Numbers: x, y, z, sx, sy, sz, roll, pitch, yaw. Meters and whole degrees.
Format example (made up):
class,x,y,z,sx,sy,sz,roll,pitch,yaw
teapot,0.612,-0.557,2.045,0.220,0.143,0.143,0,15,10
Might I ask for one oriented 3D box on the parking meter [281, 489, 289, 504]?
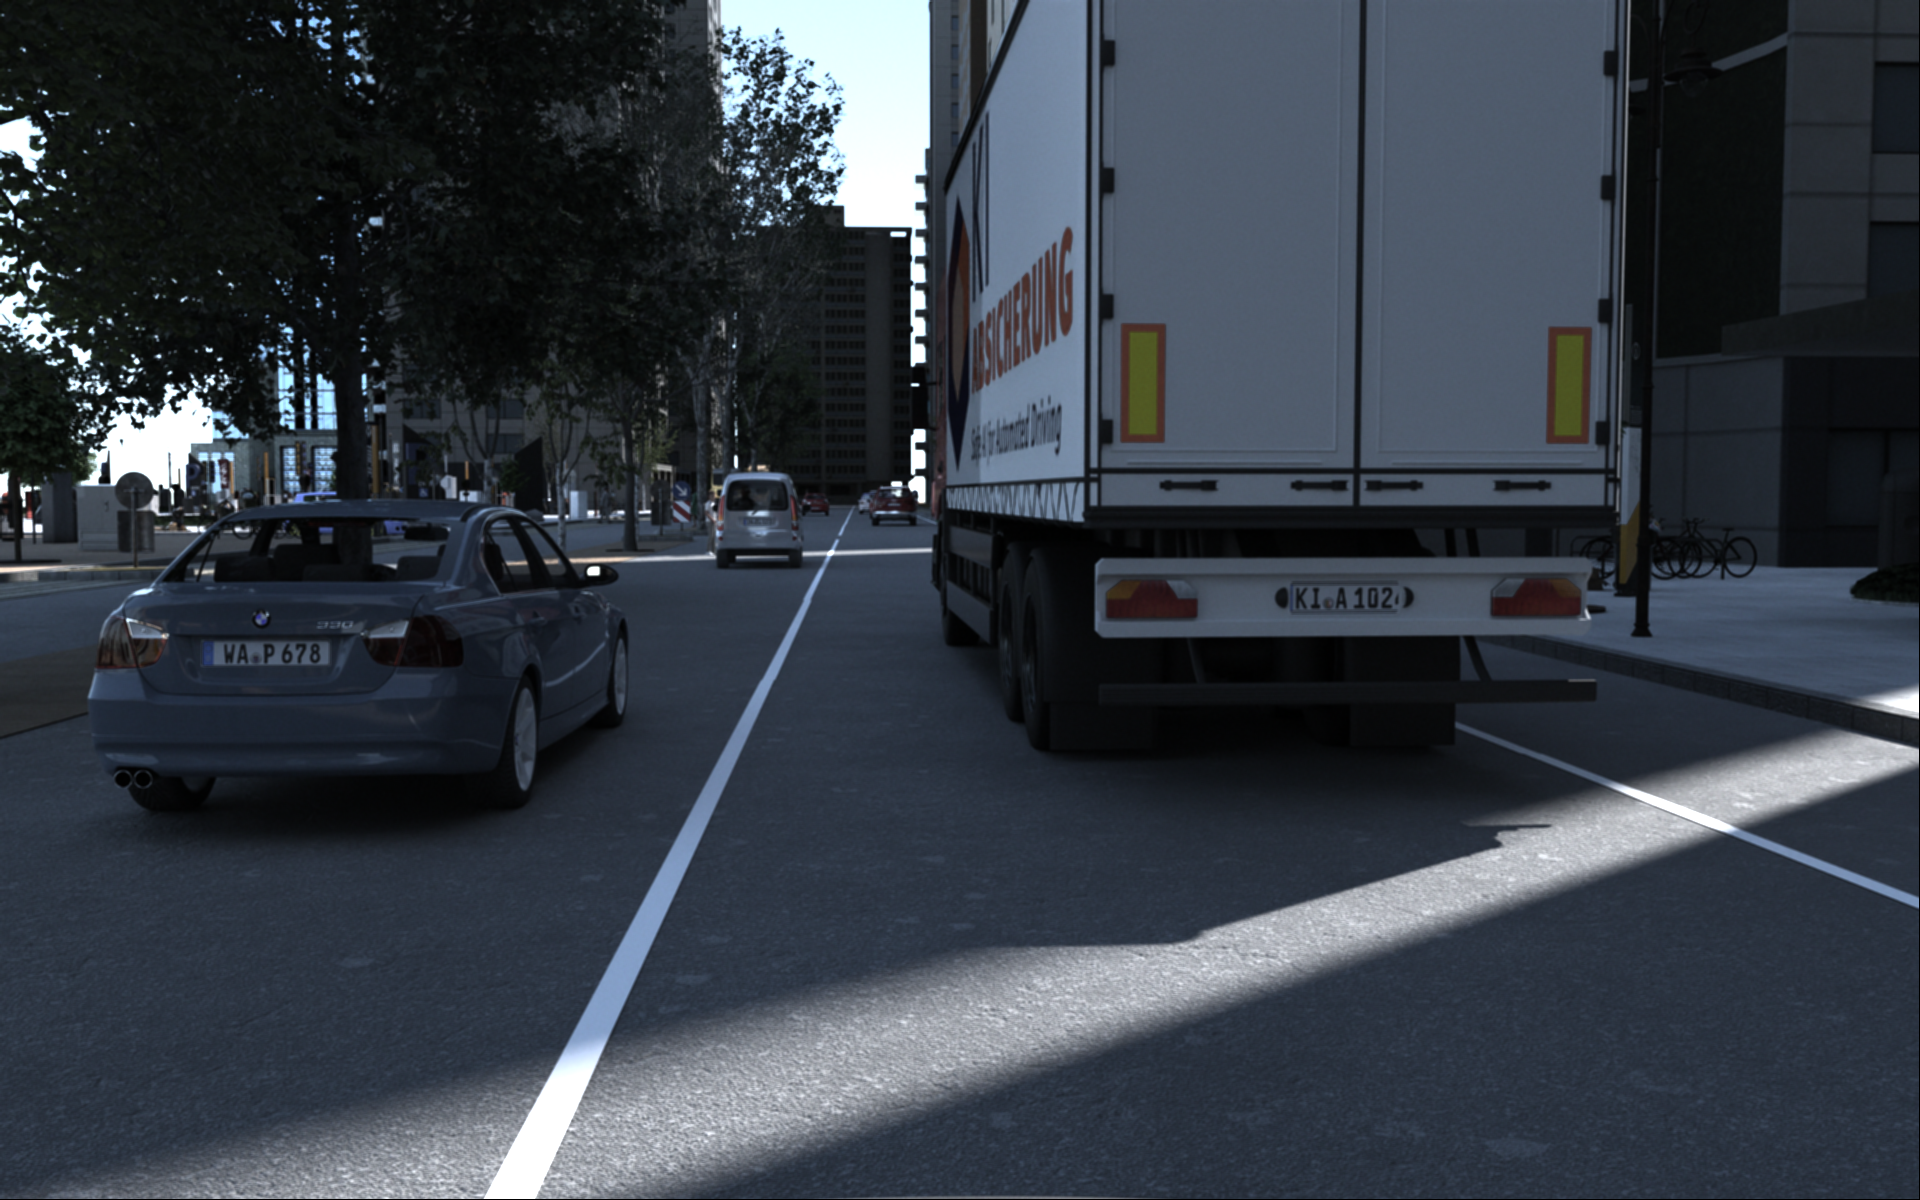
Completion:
class,x,y,z,sx,sy,sz,roll,pitch,yaw
parking meter,-33.640,-4.768,86.372,0.372,1.533,0.369,0,3,0

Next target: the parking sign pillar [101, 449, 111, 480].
class,x,y,z,sx,sy,sz,roll,pitch,yaw
parking sign pillar,-51.298,-7.071,104.083,1.447,3.967,1.447,-1,4,-21

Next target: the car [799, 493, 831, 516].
class,x,y,z,sx,sy,sz,roll,pitch,yaw
car,-9.617,-6.486,115.085,2.155,1.783,4.494,0,4,-5

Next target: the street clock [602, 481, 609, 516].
class,x,y,z,sx,sy,sz,roll,pitch,yaw
street clock,-20.359,-5.786,99.166,0.358,2.002,0.471,2,4,32

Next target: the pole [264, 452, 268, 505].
class,x,y,z,sx,sy,sz,roll,pitch,yaw
pole,-33.756,-5.534,84.316,0.158,3.312,0.155,0,3,0

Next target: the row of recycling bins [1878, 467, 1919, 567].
class,x,y,z,sx,sy,sz,roll,pitch,yaw
row of recycling bins,15.305,-1.221,27.083,1.069,1.692,3.534,3,5,43

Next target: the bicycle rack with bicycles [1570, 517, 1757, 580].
class,x,y,z,sx,sy,sz,roll,pitch,yaw
bicycle rack with bicycles,10.797,-0.820,26.792,2.925,0.926,2.852,0,4,6

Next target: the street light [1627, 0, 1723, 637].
class,x,y,z,sx,sy,sz,roll,pitch,yaw
street light,6.146,-2.609,15.440,0.468,5.910,1.993,0,4,-3

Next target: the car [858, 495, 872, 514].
class,x,y,z,sx,sy,sz,roll,pitch,yaw
car,-6.379,-6.932,125.699,2.083,1.381,4.827,0,4,-2

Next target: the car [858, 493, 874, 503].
class,x,y,z,sx,sy,sz,roll,pitch,yaw
car,-7.721,-8.435,147.503,1.945,1.707,3.694,0,4,-3

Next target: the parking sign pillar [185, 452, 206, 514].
class,x,y,z,sx,sy,sz,roll,pitch,yaw
parking sign pillar,-49.044,-7.501,111.120,1.447,3.967,1.447,1,4,21

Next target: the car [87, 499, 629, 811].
class,x,y,z,sx,sy,sz,roll,pitch,yaw
car,-2.895,0.174,9.157,2.014,1.417,4.499,0,4,-2

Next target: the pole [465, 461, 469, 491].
class,x,y,z,sx,sy,sz,roll,pitch,yaw
pole,-30.460,-6.922,107.024,0.158,3.312,0.155,0,3,0

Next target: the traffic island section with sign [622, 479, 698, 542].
class,x,y,z,sx,sy,sz,roll,pitch,yaw
traffic island section with sign,-9.210,-2.739,52.925,2.006,1.907,1.989,0,4,-3

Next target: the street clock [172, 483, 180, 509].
class,x,y,z,sx,sy,sz,roll,pitch,yaw
street clock,-53.432,-6.939,118.016,0.471,2.002,0.358,-3,5,-45

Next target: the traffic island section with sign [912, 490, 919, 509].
class,x,y,z,sx,sy,sz,roll,pitch,yaw
traffic island section with sign,-4.371,-9.467,163.405,1.989,1.847,2.006,0,4,-3

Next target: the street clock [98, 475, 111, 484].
class,x,y,z,sx,sy,sz,roll,pitch,yaw
street clock,-33.293,-3.844,67.426,0.358,2.002,0.471,1,4,9

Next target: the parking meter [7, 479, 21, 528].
class,x,y,z,sx,sy,sz,roll,pitch,yaw
parking meter,-35.335,-3.609,64.725,0.255,1.863,0.399,2,4,31

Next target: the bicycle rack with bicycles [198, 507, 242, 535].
class,x,y,z,sx,sy,sz,roll,pitch,yaw
bicycle rack with bicycles,-20.069,-2.245,50.085,2.925,0.926,2.852,0,4,8

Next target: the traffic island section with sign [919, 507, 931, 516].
class,x,y,z,sx,sy,sz,roll,pitch,yaw
traffic island section with sign,-1.497,-6.430,113.762,1.989,1.847,2.006,0,4,-3

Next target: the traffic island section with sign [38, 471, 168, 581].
class,x,y,z,sx,sy,sz,roll,pitch,yaw
traffic island section with sign,-14.241,-1.275,29.478,1.989,1.847,2.006,0,4,-3

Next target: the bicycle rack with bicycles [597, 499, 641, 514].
class,x,y,z,sx,sy,sz,roll,pitch,yaw
bicycle rack with bicycles,-22.906,-6.169,114.242,2.852,0.926,2.925,2,4,33

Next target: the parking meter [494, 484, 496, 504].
class,x,y,z,sx,sy,sz,roll,pitch,yaw
parking meter,-26.178,-5.624,97.657,0.255,1.863,0.399,3,5,39

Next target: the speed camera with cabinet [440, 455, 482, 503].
class,x,y,z,sx,sy,sz,roll,pitch,yaw
speed camera with cabinet,-25.373,-5.732,88.056,2.038,3.252,0.660,0,4,8

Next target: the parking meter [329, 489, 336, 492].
class,x,y,z,sx,sy,sz,roll,pitch,yaw
parking meter,-30.538,-4.646,84.371,0.372,1.533,0.369,0,3,0

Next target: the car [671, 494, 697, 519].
class,x,y,z,sx,sy,sz,roll,pitch,yaw
car,-15.671,-5.472,99.250,2.009,1.686,4.222,0,4,-2

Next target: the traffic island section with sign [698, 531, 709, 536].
class,x,y,z,sx,sy,sz,roll,pitch,yaw
traffic island section with sign,-9.627,-3.192,60.320,2.006,1.907,1.989,0,4,-3

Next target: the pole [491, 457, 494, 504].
class,x,y,z,sx,sy,sz,roll,pitch,yaw
pole,-24.314,-5.879,89.969,0.158,3.312,0.155,0,3,0

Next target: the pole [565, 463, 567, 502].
class,x,y,z,sx,sy,sz,roll,pitch,yaw
pole,-26.041,-7.373,114.395,0.158,3.312,0.155,0,3,0

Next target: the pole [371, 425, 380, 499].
class,x,y,z,sx,sy,sz,roll,pitch,yaw
pole,-17.349,-3.524,51.459,0.158,3.312,0.155,0,3,0

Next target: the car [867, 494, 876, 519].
class,x,y,z,sx,sy,sz,roll,pitch,yaw
car,-4.423,-5.676,101.846,2.155,1.783,4.494,0,4,-3

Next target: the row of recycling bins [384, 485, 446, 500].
class,x,y,z,sx,sy,sz,roll,pitch,yaw
row of recycling bins,-24.007,-4.230,76.280,3.534,1.692,1.069,2,4,30

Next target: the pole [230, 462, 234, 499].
class,x,y,z,sx,sy,sz,roll,pitch,yaw
pole,-47.800,-7.300,113.204,0.158,3.312,0.155,0,3,0

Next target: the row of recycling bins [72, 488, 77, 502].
class,x,y,z,sx,sy,sz,roll,pitch,yaw
row of recycling bins,-54.085,-6.161,107.840,3.534,1.692,1.069,0,4,1

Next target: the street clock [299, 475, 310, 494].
class,x,y,z,sx,sy,sz,roll,pitch,yaw
street clock,-24.310,-3.653,64.290,0.358,2.002,0.471,0,4,6

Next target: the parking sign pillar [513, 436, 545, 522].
class,x,y,z,sx,sy,sz,roll,pitch,yaw
parking sign pillar,-19.883,-5.578,79.665,1.447,3.967,1.447,-2,4,-27

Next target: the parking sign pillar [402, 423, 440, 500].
class,x,y,z,sx,sy,sz,roll,pitch,yaw
parking sign pillar,-20.590,-4.753,66.188,1.447,3.967,1.447,-3,4,-37

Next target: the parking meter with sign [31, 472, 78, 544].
class,x,y,z,sx,sy,sz,roll,pitch,yaw
parking meter with sign,-23.570,-2.995,45.236,0.543,3.016,1.738,1,4,16

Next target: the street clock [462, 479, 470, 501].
class,x,y,z,sx,sy,sz,roll,pitch,yaw
street clock,-24.269,-4.927,85.130,0.358,2.002,0.471,-3,5,-44

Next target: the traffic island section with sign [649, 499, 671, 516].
class,x,y,z,sx,sy,sz,roll,pitch,yaw
traffic island section with sign,-19.023,-6.333,112.175,1.989,1.847,2.006,0,4,-3

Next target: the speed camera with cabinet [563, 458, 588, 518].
class,x,y,z,sx,sy,sz,roll,pitch,yaw
speed camera with cabinet,-20.646,-6.015,92.686,0.660,3.252,2.038,-3,4,-39

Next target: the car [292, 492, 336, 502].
class,x,y,z,sx,sy,sz,roll,pitch,yaw
car,-19.348,-2.753,54.607,3.694,1.707,1.945,0,4,-3

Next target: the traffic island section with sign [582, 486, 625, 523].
class,x,y,z,sx,sy,sz,roll,pitch,yaw
traffic island section with sign,-17.455,-4.686,85.245,1.989,1.847,2.006,0,4,-3

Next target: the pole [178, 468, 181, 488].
class,x,y,z,sx,sy,sz,roll,pitch,yaw
pole,-60.017,-8.524,133.206,0.158,3.312,0.155,0,3,0

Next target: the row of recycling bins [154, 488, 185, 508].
class,x,y,z,sx,sy,sz,roll,pitch,yaw
row of recycling bins,-55.762,-7.069,122.693,3.534,1.692,1.069,-3,5,-40

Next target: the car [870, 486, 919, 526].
class,x,y,z,sx,sy,sz,roll,pitch,yaw
car,-3.024,-4.341,79.645,2.281,1.827,5.304,0,4,-2
